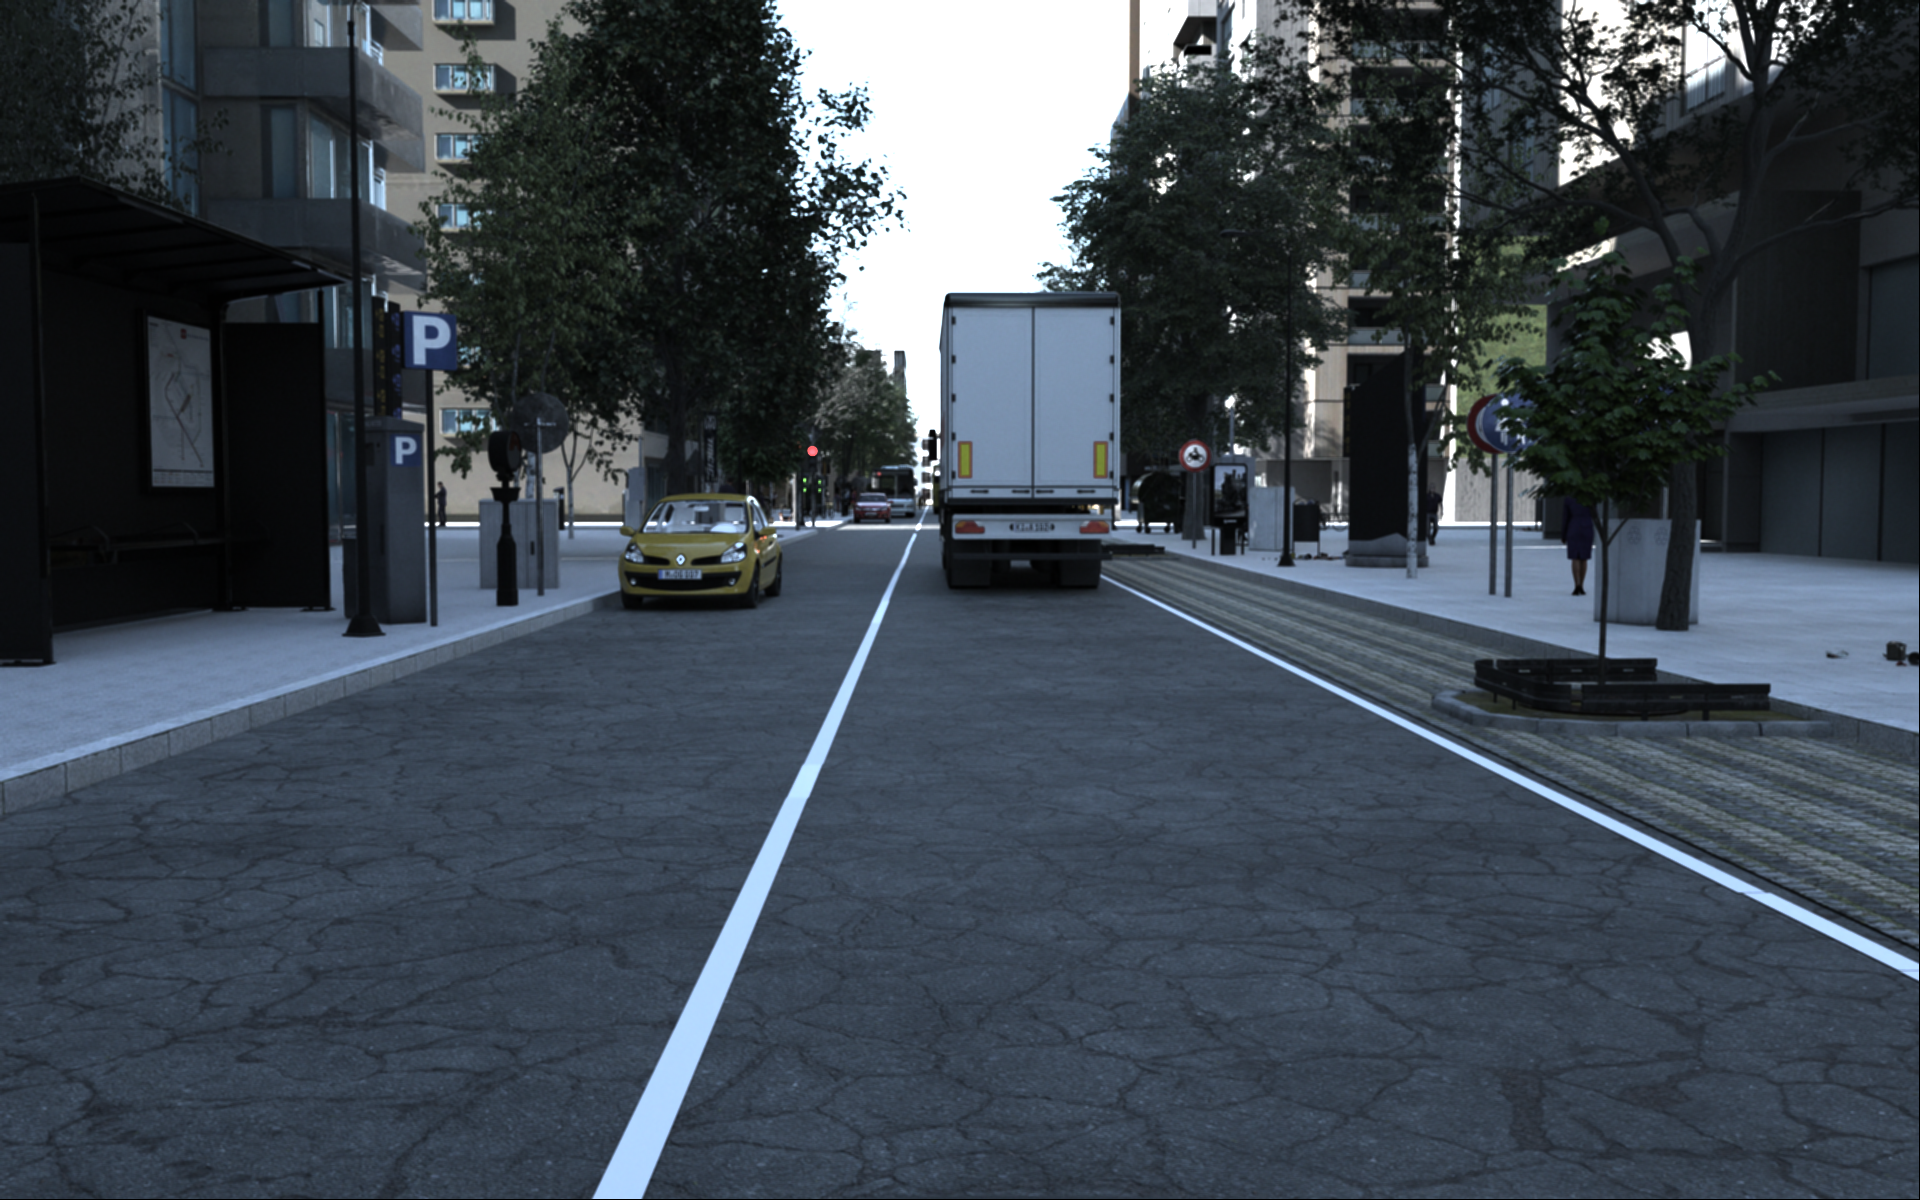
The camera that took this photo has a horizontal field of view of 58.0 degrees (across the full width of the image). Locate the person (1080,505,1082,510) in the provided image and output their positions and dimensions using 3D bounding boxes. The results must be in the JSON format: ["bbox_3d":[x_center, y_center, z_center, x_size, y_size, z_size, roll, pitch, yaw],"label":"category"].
[{"bbox_3d":[7.931,-6.290,112.789,0.340,1.345,0.435,0,4,2],"label":"person"}]

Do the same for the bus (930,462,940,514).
[{"bbox_3d":[-0.774,-8.347,128.013,2.896,3.916,12.252,0,4,-1],"label":"bus"}]

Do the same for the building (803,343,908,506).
[{"bbox_3d":[-23.927,-24.736,248.405,32.646,21.610,27.936,0,4,-1],"label":"building"}]

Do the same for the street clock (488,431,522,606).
[{"bbox_3d":[-5.206,-0.935,19.863,0.358,2.002,0.471,0,4,6],"label":"street clock"}]

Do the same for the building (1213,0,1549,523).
[{"bbox_3d":[20.219,-24.423,82.919,14.086,41.232,14.154,0,4,-1],"label":"building"}]

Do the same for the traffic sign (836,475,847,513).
[{"bbox_3d":[-7.851,-7.016,114.816,0.768,2.556,0.104,0,4,6],"label":"traffic sign"}]

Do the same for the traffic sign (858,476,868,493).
[{"bbox_3d":[-6.967,-7.622,124.721,0.768,2.556,0.104,0,4,0],"label":"traffic sign"}]

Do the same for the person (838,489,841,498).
[{"bbox_3d":[-12.116,-10.302,174.580,0.705,1.812,1.348,2,4,25],"label":"person"}]

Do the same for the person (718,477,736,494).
[{"bbox_3d":[-6.674,-2.630,49.494,0.683,1.767,0.568,0,4,7],"label":"person"}]

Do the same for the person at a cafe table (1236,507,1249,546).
[{"bbox_3d":[7.291,-2.142,43.534,1.698,1.524,1.622,-2,4,-26],"label":"person at a cafe table"}]

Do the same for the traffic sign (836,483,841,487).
[{"bbox_3d":[-8.880,-7.905,129.354,0.768,2.556,0.104,0,4,1],"label":"traffic sign"}]

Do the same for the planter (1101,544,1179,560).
[{"bbox_3d":[3.706,-1.040,38.151,1.991,0.319,1.994,0,4,-1],"label":"planter"}]

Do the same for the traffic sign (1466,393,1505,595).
[{"bbox_3d":[6.800,-1.342,22.041,0.768,2.556,0.104,0,4,1],"label":"traffic sign"}]

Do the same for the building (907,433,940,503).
[{"bbox_3d":[6.560,-18.261,240.714,28.070,9.664,9.099,0,4,-1],"label":"building"}]

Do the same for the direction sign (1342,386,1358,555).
[{"bbox_3d":[8.268,-2.722,36.495,0.379,3.537,0.876,-1,4,-13],"label":"direction sign"}]

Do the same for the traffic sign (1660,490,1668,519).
[{"bbox_3d":[8.108,-1.213,19.934,0.768,2.556,0.104,0,4,7],"label":"traffic sign"}]

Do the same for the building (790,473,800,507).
[{"bbox_3d":[-20.075,-13.911,169.590,9.099,9.664,28.070,0,4,-1],"label":"building"}]

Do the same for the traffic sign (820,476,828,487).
[{"bbox_3d":[-7.660,-5.780,96.636,0.606,2.300,0.079,0,4,8],"label":"traffic sign"}]

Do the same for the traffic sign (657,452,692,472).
[{"bbox_3d":[-7.038,-2.610,42.672,0.884,2.594,0.081,0,4,5],"label":"traffic sign"}]

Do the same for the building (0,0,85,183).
[{"bbox_3d":[-20.625,-15.171,19.740,14.160,30.474,14.107,0,4,-1],"label":"building"}]

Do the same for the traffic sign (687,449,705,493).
[{"bbox_3d":[-7.537,-3.025,49.461,0.884,2.594,0.081,0,4,4],"label":"traffic sign"}]

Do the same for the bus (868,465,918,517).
[{"bbox_3d":[-4.085,-6.991,109.170,2.948,3.499,13.247,0,4,-1],"label":"bus"}]

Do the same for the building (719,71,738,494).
[{"bbox_3d":[-28.719,-32.760,124.863,28.713,52.752,27.495,0,4,-1],"label":"building"}]

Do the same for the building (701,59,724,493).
[{"bbox_3d":[-22.251,-25.736,104.383,14.154,41.232,14.086,0,4,-1],"label":"building"}]

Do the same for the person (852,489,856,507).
[{"bbox_3d":[-10.405,-10.007,170.341,0.721,1.739,1.217,1,4,18],"label":"person"}]

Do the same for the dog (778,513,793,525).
[{"bbox_3d":[-7.306,-3.411,72.596,0.406,0.507,0.540,2,4,32],"label":"dog"}]

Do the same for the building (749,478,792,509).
[{"bbox_3d":[-22.464,-17.928,149.542,16.016,20.091,11.380,0,4,-1],"label":"building"}]

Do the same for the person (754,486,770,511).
[{"bbox_3d":[-6.483,-2.927,56.107,0.569,1.553,0.471,-2,4,-31],"label":"person"}]

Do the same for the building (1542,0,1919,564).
[{"bbox_3d":[27.846,-27.304,35.662,28.713,52.752,27.495,0,4,-1],"label":"building"}]

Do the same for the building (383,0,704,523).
[{"bbox_3d":[-25.043,-28.294,86.304,21.300,48.544,21.600,0,4,-1],"label":"building"}]

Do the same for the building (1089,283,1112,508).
[{"bbox_3d":[19.783,-18.613,160.743,16.016,20.091,11.380,0,4,-1],"label":"building"}]

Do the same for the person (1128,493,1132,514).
[{"bbox_3d":[11.271,-6.383,114.319,0.340,1.345,0.435,0,4,0],"label":"person"}]

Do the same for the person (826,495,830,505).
[{"bbox_3d":[-15.190,-11.813,199.058,0.599,1.838,0.709,2,4,34],"label":"person"}]

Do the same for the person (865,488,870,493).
[{"bbox_3d":[-7.503,-8.154,140.080,0.841,1.734,0.376,0,4,-8],"label":"person"}]

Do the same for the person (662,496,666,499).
[{"bbox_3d":[-9.280,-2.862,55.112,0.388,1.546,0.482,0,4,4],"label":"person"}]

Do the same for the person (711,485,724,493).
[{"bbox_3d":[-9.732,-3.819,69.939,0.566,1.644,0.517,2,4,34],"label":"person"}]

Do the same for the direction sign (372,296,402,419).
[{"bbox_3d":[-6.690,-1.731,20.296,0.379,3.537,0.876,0,4,1],"label":"direction sign"}]

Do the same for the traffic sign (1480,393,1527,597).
[{"bbox_3d":[6.821,-1.307,21.479,0.768,2.556,0.104,0,4,6],"label":"traffic sign"}]

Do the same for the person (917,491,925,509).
[{"bbox_3d":[-3.708,-9.375,162.517,0.721,1.736,1.217,-3,5,-45],"label":"person"}]

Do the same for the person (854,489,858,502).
[{"bbox_3d":[-12.597,-12.301,207.097,1.348,1.831,0.705,-1,4,-9],"label":"person"}]

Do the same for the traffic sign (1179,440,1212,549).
[{"bbox_3d":[5.504,-2.478,40.621,0.768,2.556,0.104,0,4,1],"label":"traffic sign"}]

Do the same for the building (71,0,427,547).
[{"bbox_3d":[-29.226,-25.685,39.557,30.456,49.044,23.786,0,4,-1],"label":"building"}]

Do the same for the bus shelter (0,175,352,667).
[{"bbox_3d":[-7.370,-1.506,15.900,1.731,3.624,6.357,0,4,-1],"label":"bus shelter"}]

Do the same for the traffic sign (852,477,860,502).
[{"bbox_3d":[-7.581,-7.782,127.337,0.768,2.556,0.104,0,4,4],"label":"traffic sign"}]

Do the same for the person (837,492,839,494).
[{"bbox_3d":[-13.727,-11.755,198.372,1.348,1.807,0.705,1,4,16],"label":"person"}]

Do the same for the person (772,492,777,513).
[{"bbox_3d":[-12.469,-6.522,115.866,0.799,1.438,0.628,3,4,37],"label":"person"}]

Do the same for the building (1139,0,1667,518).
[{"bbox_3d":[26.918,-32.198,115.669,28.713,52.752,27.495,0,4,-1],"label":"building"}]

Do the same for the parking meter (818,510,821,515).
[{"bbox_3d":[-8.721,-6.275,108.308,0.255,1.863,0.399,-1,4,-22],"label":"parking meter"}]

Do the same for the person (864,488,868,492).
[{"bbox_3d":[-8.890,-9.708,164.400,1.348,1.869,0.705,0,4,-3],"label":"person"}]

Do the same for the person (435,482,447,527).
[{"bbox_3d":[-20.494,-3.770,68.124,0.568,1.767,0.683,-1,4,-10],"label":"person"}]

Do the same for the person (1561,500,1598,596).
[{"bbox_3d":[7.879,-0.834,22.053,0.453,1.535,0.546,0,4,4],"label":"person"}]

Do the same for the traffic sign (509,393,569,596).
[{"bbox_3d":[-5.294,-1.326,21.794,0.768,2.556,0.104,0,4,3],"label":"traffic sign"}]

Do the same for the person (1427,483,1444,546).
[{"bbox_3d":[11.812,-2.134,43.147,0.569,1.553,0.471,3,4,37],"label":"person"}]

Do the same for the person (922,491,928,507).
[{"bbox_3d":[-3.885,-11.140,191.189,0.990,1.755,0.434,-2,4,-31],"label":"person"}]

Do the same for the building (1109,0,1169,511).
[{"bbox_3d":[19.352,-29.754,136.590,14.600,45.320,14.200,0,4,-1],"label":"building"}]

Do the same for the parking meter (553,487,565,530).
[{"bbox_3d":[-14.237,-3.246,61.489,0.372,1.533,0.369,0,3,0],"label":"parking meter"}]

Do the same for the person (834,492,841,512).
[{"bbox_3d":[-8.806,-7.026,124.158,0.421,1.427,0.697,2,4,28],"label":"person"}]

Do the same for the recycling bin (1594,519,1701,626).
[{"bbox_3d":[6.838,-0.287,17.246,0.722,1.027,0.722,-2,4,-24],"label":"recycling bin"}]

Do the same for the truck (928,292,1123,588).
[{"bbox_3d":[0.890,-2.491,29.634,2.839,4.237,11.283,0,4,-1],"label":"truck"}]
